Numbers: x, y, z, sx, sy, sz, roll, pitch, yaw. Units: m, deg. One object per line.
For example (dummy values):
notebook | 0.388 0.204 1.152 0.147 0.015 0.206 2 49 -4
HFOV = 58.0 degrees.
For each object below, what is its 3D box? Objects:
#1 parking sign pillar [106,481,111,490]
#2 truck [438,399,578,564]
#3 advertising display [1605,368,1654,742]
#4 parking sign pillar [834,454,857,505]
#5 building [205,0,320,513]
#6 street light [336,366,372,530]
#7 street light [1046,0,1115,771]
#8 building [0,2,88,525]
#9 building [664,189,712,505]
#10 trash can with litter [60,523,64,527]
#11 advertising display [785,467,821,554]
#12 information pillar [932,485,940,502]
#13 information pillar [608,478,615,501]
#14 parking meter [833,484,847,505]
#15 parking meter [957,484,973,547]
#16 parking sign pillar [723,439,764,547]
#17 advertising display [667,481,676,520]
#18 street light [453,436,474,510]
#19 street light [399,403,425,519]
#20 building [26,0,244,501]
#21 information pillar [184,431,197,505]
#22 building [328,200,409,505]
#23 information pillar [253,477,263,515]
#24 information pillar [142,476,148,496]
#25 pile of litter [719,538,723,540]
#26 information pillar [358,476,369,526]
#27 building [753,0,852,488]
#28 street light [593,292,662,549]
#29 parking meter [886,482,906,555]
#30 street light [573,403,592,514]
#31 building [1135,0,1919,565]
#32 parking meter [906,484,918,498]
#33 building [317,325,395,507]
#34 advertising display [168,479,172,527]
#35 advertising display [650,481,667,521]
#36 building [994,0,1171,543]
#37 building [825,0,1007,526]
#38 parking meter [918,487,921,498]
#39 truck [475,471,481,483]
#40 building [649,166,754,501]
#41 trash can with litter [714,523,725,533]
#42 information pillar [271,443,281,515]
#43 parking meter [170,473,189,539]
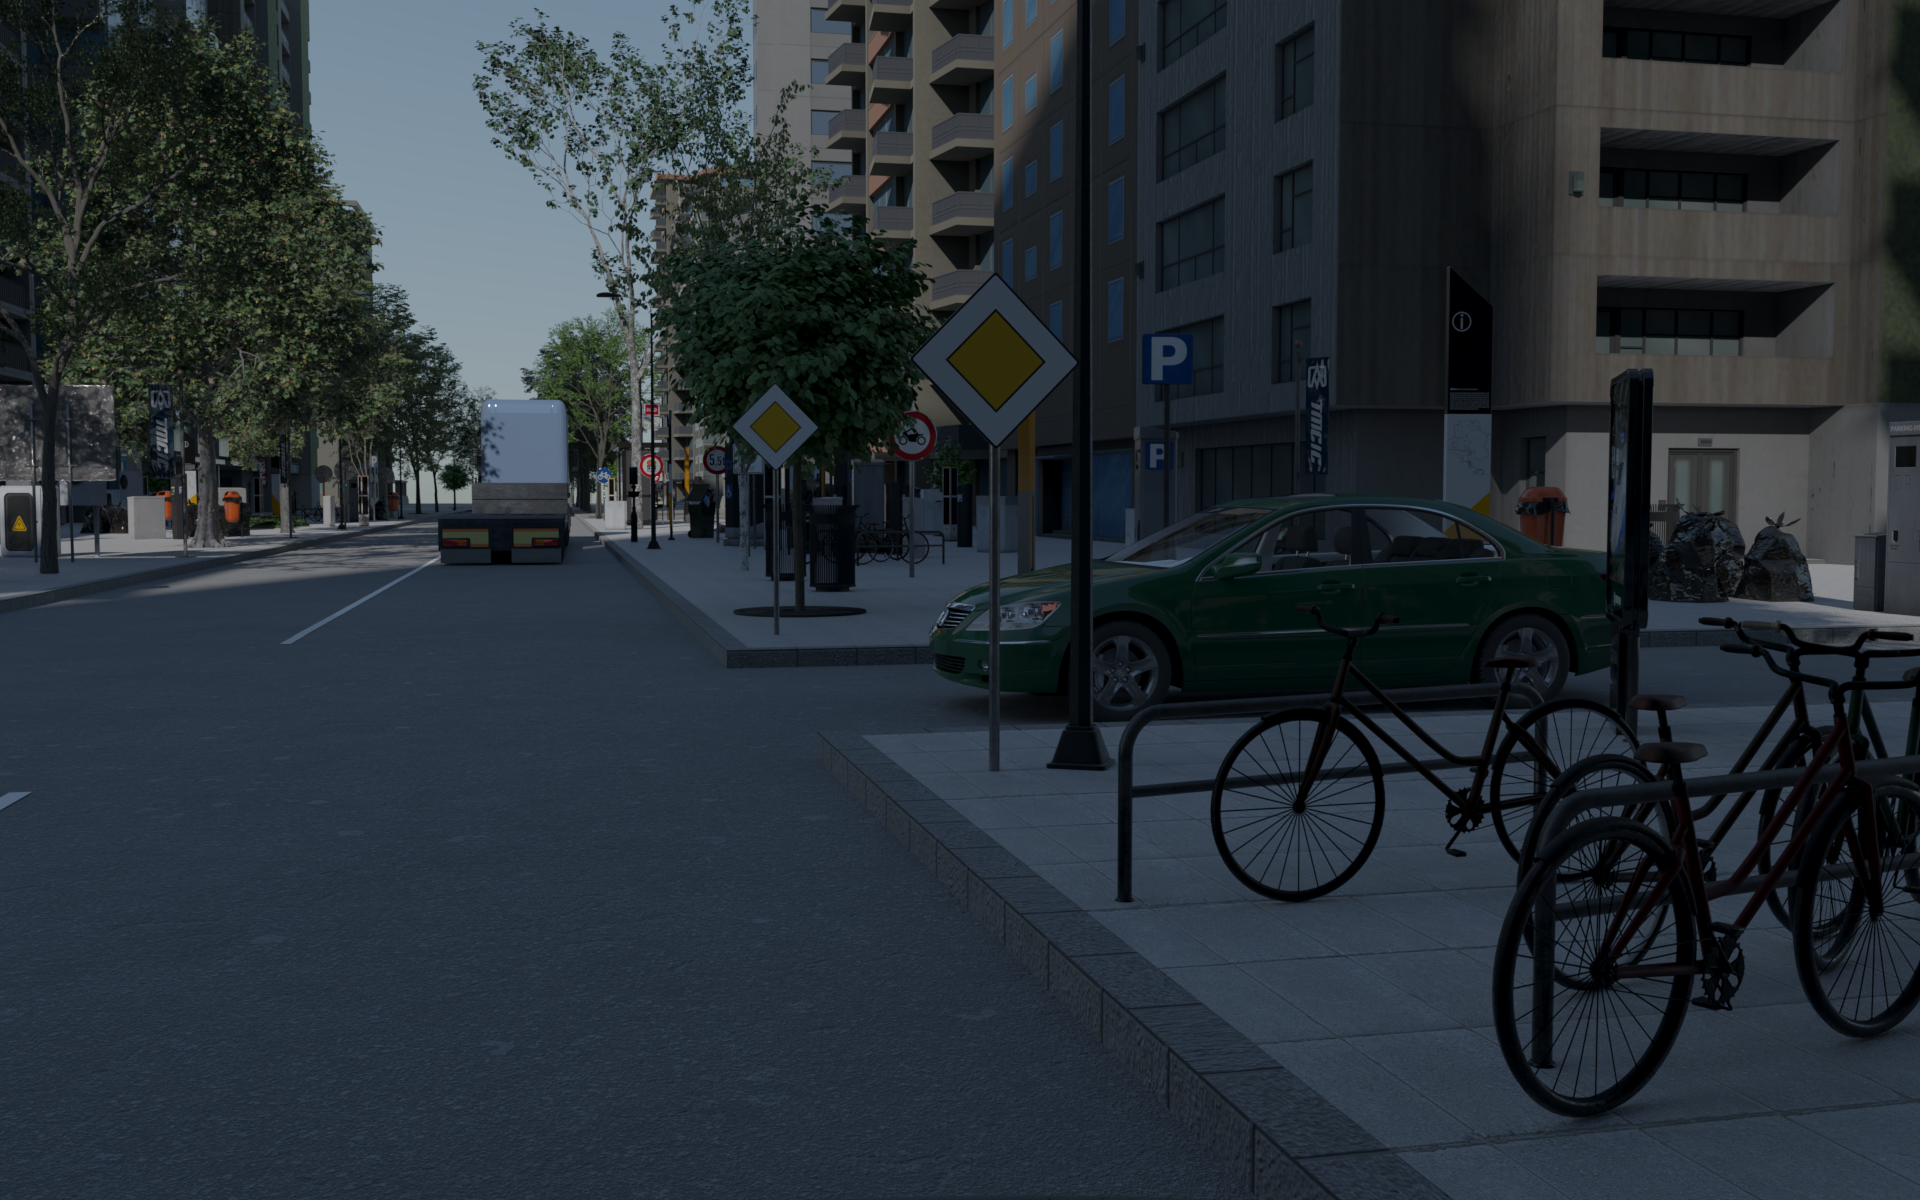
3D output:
parking sign pillar | -36.465 -5.217 73.767 1.447 3.967 1.447 -2 4 -26
truck | -11.169 -3.299 43.695 2.967 4.110 18.799 -1 4 -12
advertising display | 3.588 -0.251 9.319 0.123 1.923 0.974 1 4 15
parking sign pillar | -3.608 -4.112 55.708 1.447 3.967 1.447 1 4 20
building | -57.819 -27.474 132.789 14.154 41.232 14.086 -1 4 -13
street light | -21.801 -5.501 62.490 1.470 5.913 1.316 -1 4 -13
street light | 0.044 -2.162 7.888 1.470 5.913 1.316 -1 4 -13
building | -47.724 -38.569 68.849 20.563 71.187 20.611 -1 4 -13
building | -19.353 -31.705 210.250 32.217 40.220 23.993 -1 4 -13
trash can with litter | -35.185 -3.384 66.718 0.624 1.170 1.055 2 4 33
advertising display | -3.333 -1.935 36.846 0.123 1.923 0.974 3 5 40
information pillar | -0.824 -3.466 61.166 0.304 2.012 0.304 -1 4 -12
information pillar | -16.117 -4.624 80.088 0.304 2.012 0.304 -1 4 -15
parking meter | -3.111 -2.241 45.052 0.372 1.533 0.369 0 3 0
parking meter | 0.118 -2.042 41.796 0.372 1.533 0.369 0 3 0
parking sign pillar | -5.169 -3.332 42.953 1.447 3.967 1.447 -3 4 -36
advertising display | -14.359 -4.943 86.032 0.123 1.923 0.974 1 4 12
street light | -39.414 -10.047 136.803 1.470 5.913 1.316 -1 4 -13
street light | -27.909 -7.069 88.125 1.470 5.913 1.316 -1 4 -13
building | -54.336 -29.128 95.844 23.786 49.044 30.456 -1 4 -13
information pillar | -27.648 -4.324 62.056 0.504 3.616 0.183 -3 5 -45
building | -85.325 -31.827 212.244 32.217 40.220 23.993 -1 4 -13
information pillar | -30.702 -4.361 75.792 0.304 2.012 0.304 0 4 -1
information pillar | -33.944 -4.127 71.961 0.304 2.012 0.304 2 4 34
pile of litter | -6.069 -2.149 49.108 1.719 0.858 1.176 0 4 -4
information pillar | -23.802 -3.953 69.122 0.304 2.012 0.304 -3 5 -44
building | -3.601 -35.280 118.819 21.231 58.520 28.212 -1 4 -13
street light | -7.673 -4.133 40.118 1.470 5.913 1.316 -1 4 -13
parking meter | -1.390 -1.734 36.769 0.372 1.533 0.369 0 3 0
street light | -19.083 -7.107 88.742 1.470 5.913 1.316 -1 4 -13
building | 12.501 -16.169 36.057 14.107 30.474 14.160 -1 4 -13
parking meter | -1.324 -2.065 42.177 0.372 1.533 0.369 0 3 0
building | -77.051 -20.940 187.407 27.650 21.520 28.899 -1 4 -13
advertising display | -29.977 -3.765 66.768 0.123 1.923 0.974 3 5 42
advertising display | -14.702 -4.767 83.150 0.974 1.923 0.123 0 4 5
building | 9.439 -24.451 49.881 14.600 45.320 14.200 -1 4 -13
building | 5.645 -25.973 79.290 22.147 44.769 28.867 -1 4 -13
parking meter | -1.285 -2.464 48.705 0.372 1.533 0.369 0 3 0
truck | -37.770 -9.262 140.339 2.839 4.237 11.283 -1 4 -15
building | -30.396 -35.474 234.620 22.147 44.769 28.867 -1 4 -13
trash can with litter | -7.638 -2.820 57.493 0.624 1.170 1.055 3 4 38
information pillar | -28.258 -4.908 71.606 0.504 3.616 0.183 2 4 28
parking meter | -22.103 -2.650 49.038 0.255 1.863 0.399 3 4 38
